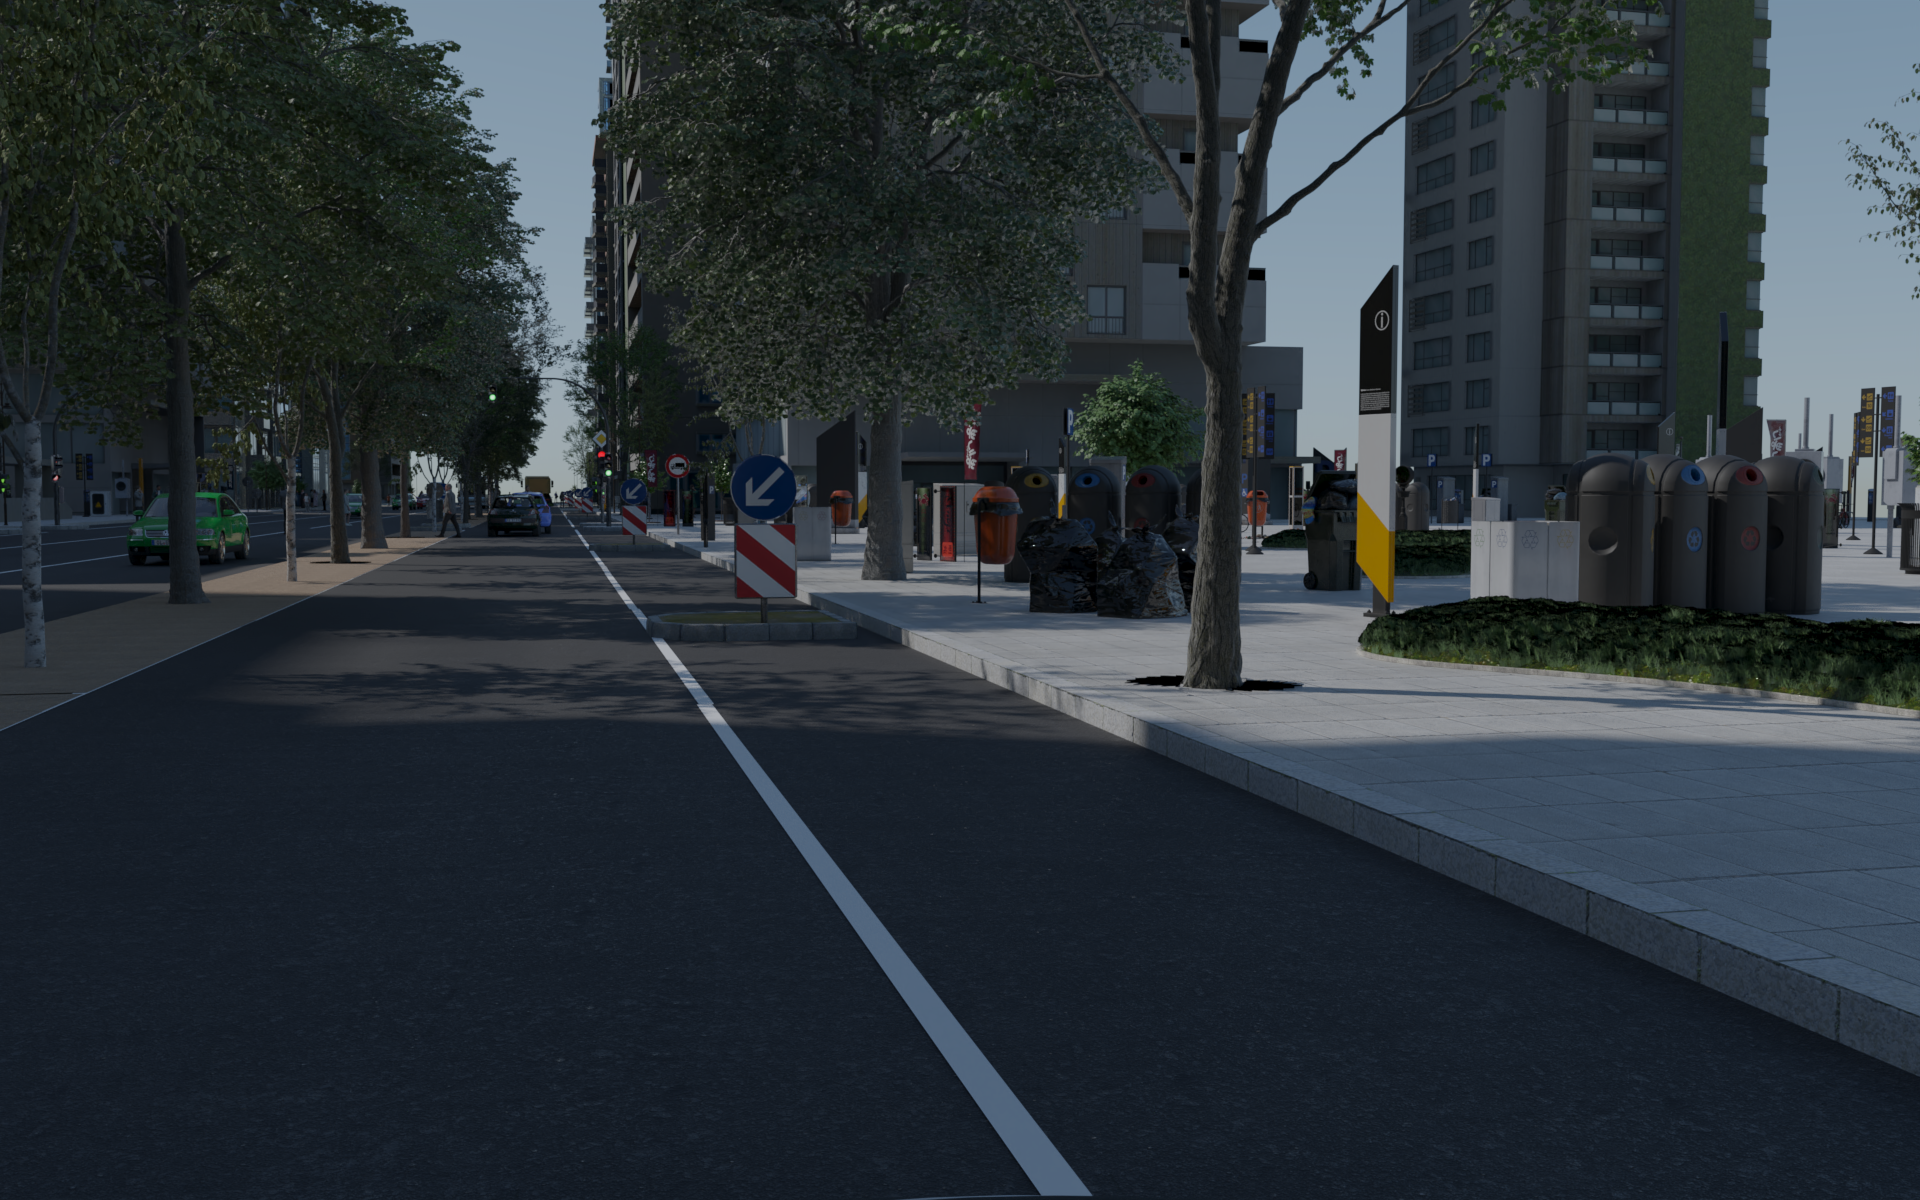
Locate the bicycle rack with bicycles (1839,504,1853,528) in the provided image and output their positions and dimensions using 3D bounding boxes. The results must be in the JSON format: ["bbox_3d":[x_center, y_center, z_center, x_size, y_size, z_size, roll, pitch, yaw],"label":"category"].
[{"bbox_3d":[32.650,-3.186,65.474,2.925,0.926,2.852,-2,4,-34],"label":"bicycle rack with bicycles"}]

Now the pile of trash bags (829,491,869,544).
[{"bbox_3d":[-1.887,-2.083,43.813,3.447,1.369,1.912,2,4,33],"label":"pile of trash bags"}]

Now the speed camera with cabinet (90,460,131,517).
[{"bbox_3d":[-48.648,-6.409,99.115,2.038,3.252,0.660,0,4,-8],"label":"speed camera with cabinet"}]

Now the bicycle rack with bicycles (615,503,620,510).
[{"bbox_3d":[-25.142,-7.277,132.365,2.925,0.926,2.852,2,4,35],"label":"bicycle rack with bicycles"}]

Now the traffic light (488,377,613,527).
[{"bbox_3d":[-15.887,-5.680,67.537,4.771,5.953,1.251,-1,4,-13],"label":"traffic light"}]

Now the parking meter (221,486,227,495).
[{"bbox_3d":[-51.191,-7.019,120.476,0.399,1.863,0.255,2,4,27],"label":"parking meter"}]

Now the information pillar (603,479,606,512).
[{"bbox_3d":[-25.131,-8.042,122.847,0.183,3.616,0.504,1,4,22],"label":"information pillar"}]

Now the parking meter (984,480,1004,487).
[{"bbox_3d":[0.635,-1.457,32.240,0.372,1.533,0.369,0,3,0],"label":"parking meter"}]

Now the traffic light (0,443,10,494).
[{"bbox_3d":[-35.142,-4.538,63.115,0.839,4.253,0.868,-1,4,-13],"label":"traffic light"}]

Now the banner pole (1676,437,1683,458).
[{"bbox_3d":[31.371,-5.237,75.643,0.401,3.779,0.863,0,4,3],"label":"banner pole"}]

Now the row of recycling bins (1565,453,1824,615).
[{"bbox_3d":[7.656,-0.672,18.093,3.534,1.692,1.069,-2,4,-30],"label":"row of recycling bins"}]

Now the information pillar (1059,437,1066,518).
[{"bbox_3d":[4.191,-4.876,71.070,0.183,3.616,0.504,-2,4,-24],"label":"information pillar"}]

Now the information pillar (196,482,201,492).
[{"bbox_3d":[-47.867,-6.381,108.820,0.304,2.012,0.304,-2,4,-34],"label":"information pillar"}]

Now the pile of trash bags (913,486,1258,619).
[{"bbox_3d":[1.340,-0.593,19.452,1.912,1.369,3.447,-3,5,-42],"label":"pile of trash bags"}]

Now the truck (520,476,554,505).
[{"bbox_3d":[-44.722,-11.465,183.369,3.469,3.379,9.791,-1,4,-14],"label":"truck"}]

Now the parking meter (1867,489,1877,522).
[{"bbox_3d":[42.136,-4.380,80.020,0.372,1.533,0.369,0,3,0],"label":"parking meter"}]

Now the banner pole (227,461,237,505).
[{"bbox_3d":[-54.553,-8.554,129.875,0.863,3.779,0.401,0,4,-5],"label":"banner pole"}]

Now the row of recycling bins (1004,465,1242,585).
[{"bbox_3d":[2.308,-1.088,24.910,3.534,1.692,1.069,1,4,20],"label":"row of recycling bins"}]

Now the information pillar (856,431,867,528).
[{"bbox_3d":[-3.691,-4.490,64.771,0.183,3.616,0.504,3,5,42],"label":"information pillar"}]

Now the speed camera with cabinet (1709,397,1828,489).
[{"bbox_3d":[16.647,-2.532,35.729,2.038,3.252,0.660,2,4,31],"label":"speed camera with cabinet"}]

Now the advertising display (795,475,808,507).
[{"bbox_3d":[-5.504,-3.256,58.453,0.123,1.923,0.974,3,4,37],"label":"advertising display"}]

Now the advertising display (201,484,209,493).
[{"bbox_3d":[-48.317,-6.443,110.560,0.123,1.923,0.974,1,4,14],"label":"advertising display"}]

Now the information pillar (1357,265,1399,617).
[{"bbox_3d":[4.340,-1.628,17.976,0.183,3.616,0.504,-2,4,-30],"label":"information pillar"}]

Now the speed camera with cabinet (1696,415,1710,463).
[{"bbox_3d":[19.233,-2.972,42.933,0.660,3.252,2.038,-2,4,-24],"label":"speed camera with cabinet"}]

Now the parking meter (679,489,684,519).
[{"bbox_3d":[-14.210,-4.878,88.170,0.372,1.533,0.369,0,3,0],"label":"parking meter"}]

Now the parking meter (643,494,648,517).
[{"bbox_3d":[-17.895,-5.506,98.430,0.372,1.533,0.369,0,3,0],"label":"parking meter"}]

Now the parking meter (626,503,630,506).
[{"bbox_3d":[-22.449,-6.634,116.877,0.372,1.533,0.369,0,3,0],"label":"parking meter"}]

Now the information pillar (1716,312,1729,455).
[{"bbox_3d":[9.737,-1.885,22.170,0.183,3.616,0.504,1,4,20],"label":"information pillar"}]

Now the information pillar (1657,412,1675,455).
[{"bbox_3d":[20.244,-3.569,49.703,0.504,3.616,0.183,0,4,-5],"label":"information pillar"}]

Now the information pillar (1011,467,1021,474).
[{"bbox_3d":[1.576,-2.567,46.459,0.304,2.012,0.304,2,4,31],"label":"information pillar"}]

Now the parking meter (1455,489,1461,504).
[{"bbox_3d":[25.499,-4.916,88.787,0.372,1.533,0.369,0,3,0],"label":"parking meter"}]

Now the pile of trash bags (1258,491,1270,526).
[{"bbox_3d":[6.429,-2.201,45.736,3.447,1.369,1.912,0,4,1],"label":"pile of trash bags"}]

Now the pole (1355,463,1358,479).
[{"bbox_3d":[26.165,-7.371,114.362,0.158,3.312,0.155,0,3,0],"label":"pole"}]

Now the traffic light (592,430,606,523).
[{"bbox_3d":[-15.715,-5.322,75.927,0.839,4.253,0.868,-1,4,-13],"label":"traffic light"}]

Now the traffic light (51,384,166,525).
[{"bbox_3d":[-34.970,-5.916,71.399,4.771,5.953,1.251,-1,4,-13],"label":"traffic light"}]

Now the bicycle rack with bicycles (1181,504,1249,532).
[{"bbox_3d":[7.820,-2.724,57.927,2.852,0.926,2.925,-3,5,-42],"label":"bicycle rack with bicycles"}]

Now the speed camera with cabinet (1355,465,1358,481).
[{"bbox_3d":[25.148,-6.851,106.352,2.038,3.252,0.660,1,4,12],"label":"speed camera with cabinet"}]

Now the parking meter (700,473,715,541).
[{"bbox_3d":[-6.939,-2.563,47.622,0.255,1.863,0.399,2,4,29],"label":"parking meter"}]

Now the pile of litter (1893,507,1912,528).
[{"bbox_3d":[35.932,-3.137,65.263,1.719,0.858,1.176,0,4,7],"label":"pile of litter"}]

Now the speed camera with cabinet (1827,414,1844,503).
[{"bbox_3d":[21.080,-3.000,43.393,0.660,3.252,2.038,-1,4,-20],"label":"speed camera with cabinet"}]

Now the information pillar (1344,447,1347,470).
[{"bbox_3d":[19.207,-5.846,86.935,0.504,3.616,0.183,-2,4,-30],"label":"information pillar"}]

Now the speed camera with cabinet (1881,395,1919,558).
[{"bbox_3d":[19.056,-2.433,34.118,0.660,3.252,2.038,0,4,-6],"label":"speed camera with cabinet"}]

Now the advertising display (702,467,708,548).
[{"bbox_3d":[-6.161,-2.246,41.940,0.123,1.923,0.974,0,4,-8],"label":"advertising display"}]

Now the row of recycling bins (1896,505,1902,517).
[{"bbox_3d":[44.223,-4.361,78.411,1.069,1.692,3.534,-3,4,-37],"label":"row of recycling bins"}]

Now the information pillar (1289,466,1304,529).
[{"bbox_3d":[8.916,-2.534,45.918,0.304,2.012,0.304,-1,4,-9],"label":"information pillar"}]

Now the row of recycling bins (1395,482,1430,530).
[{"bbox_3d":[15.343,-3.275,60.654,1.069,1.692,3.534,-1,4,-11],"label":"row of recycling bins"}]

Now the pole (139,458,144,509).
[{"bbox_3d":[-46.507,-6.395,98.406,0.158,3.312,0.155,0,3,0],"label":"pole"}]

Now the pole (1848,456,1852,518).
[{"bbox_3d":[47.750,-6.061,92.942,0.158,3.312,0.155,0,3,0],"label":"pole"}]

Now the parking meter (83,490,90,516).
[{"bbox_3d":[-51.290,-5.711,101.781,0.372,1.533,0.369,0,3,0],"label":"parking meter"}]

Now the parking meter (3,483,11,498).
[{"bbox_3d":[-51.810,-5.411,94.179,0.399,1.863,0.255,2,4,33],"label":"parking meter"}]

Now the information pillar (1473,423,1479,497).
[{"bbox_3d":[17.147,-4.050,57.565,0.183,3.616,0.504,0,4,7],"label":"information pillar"}]
